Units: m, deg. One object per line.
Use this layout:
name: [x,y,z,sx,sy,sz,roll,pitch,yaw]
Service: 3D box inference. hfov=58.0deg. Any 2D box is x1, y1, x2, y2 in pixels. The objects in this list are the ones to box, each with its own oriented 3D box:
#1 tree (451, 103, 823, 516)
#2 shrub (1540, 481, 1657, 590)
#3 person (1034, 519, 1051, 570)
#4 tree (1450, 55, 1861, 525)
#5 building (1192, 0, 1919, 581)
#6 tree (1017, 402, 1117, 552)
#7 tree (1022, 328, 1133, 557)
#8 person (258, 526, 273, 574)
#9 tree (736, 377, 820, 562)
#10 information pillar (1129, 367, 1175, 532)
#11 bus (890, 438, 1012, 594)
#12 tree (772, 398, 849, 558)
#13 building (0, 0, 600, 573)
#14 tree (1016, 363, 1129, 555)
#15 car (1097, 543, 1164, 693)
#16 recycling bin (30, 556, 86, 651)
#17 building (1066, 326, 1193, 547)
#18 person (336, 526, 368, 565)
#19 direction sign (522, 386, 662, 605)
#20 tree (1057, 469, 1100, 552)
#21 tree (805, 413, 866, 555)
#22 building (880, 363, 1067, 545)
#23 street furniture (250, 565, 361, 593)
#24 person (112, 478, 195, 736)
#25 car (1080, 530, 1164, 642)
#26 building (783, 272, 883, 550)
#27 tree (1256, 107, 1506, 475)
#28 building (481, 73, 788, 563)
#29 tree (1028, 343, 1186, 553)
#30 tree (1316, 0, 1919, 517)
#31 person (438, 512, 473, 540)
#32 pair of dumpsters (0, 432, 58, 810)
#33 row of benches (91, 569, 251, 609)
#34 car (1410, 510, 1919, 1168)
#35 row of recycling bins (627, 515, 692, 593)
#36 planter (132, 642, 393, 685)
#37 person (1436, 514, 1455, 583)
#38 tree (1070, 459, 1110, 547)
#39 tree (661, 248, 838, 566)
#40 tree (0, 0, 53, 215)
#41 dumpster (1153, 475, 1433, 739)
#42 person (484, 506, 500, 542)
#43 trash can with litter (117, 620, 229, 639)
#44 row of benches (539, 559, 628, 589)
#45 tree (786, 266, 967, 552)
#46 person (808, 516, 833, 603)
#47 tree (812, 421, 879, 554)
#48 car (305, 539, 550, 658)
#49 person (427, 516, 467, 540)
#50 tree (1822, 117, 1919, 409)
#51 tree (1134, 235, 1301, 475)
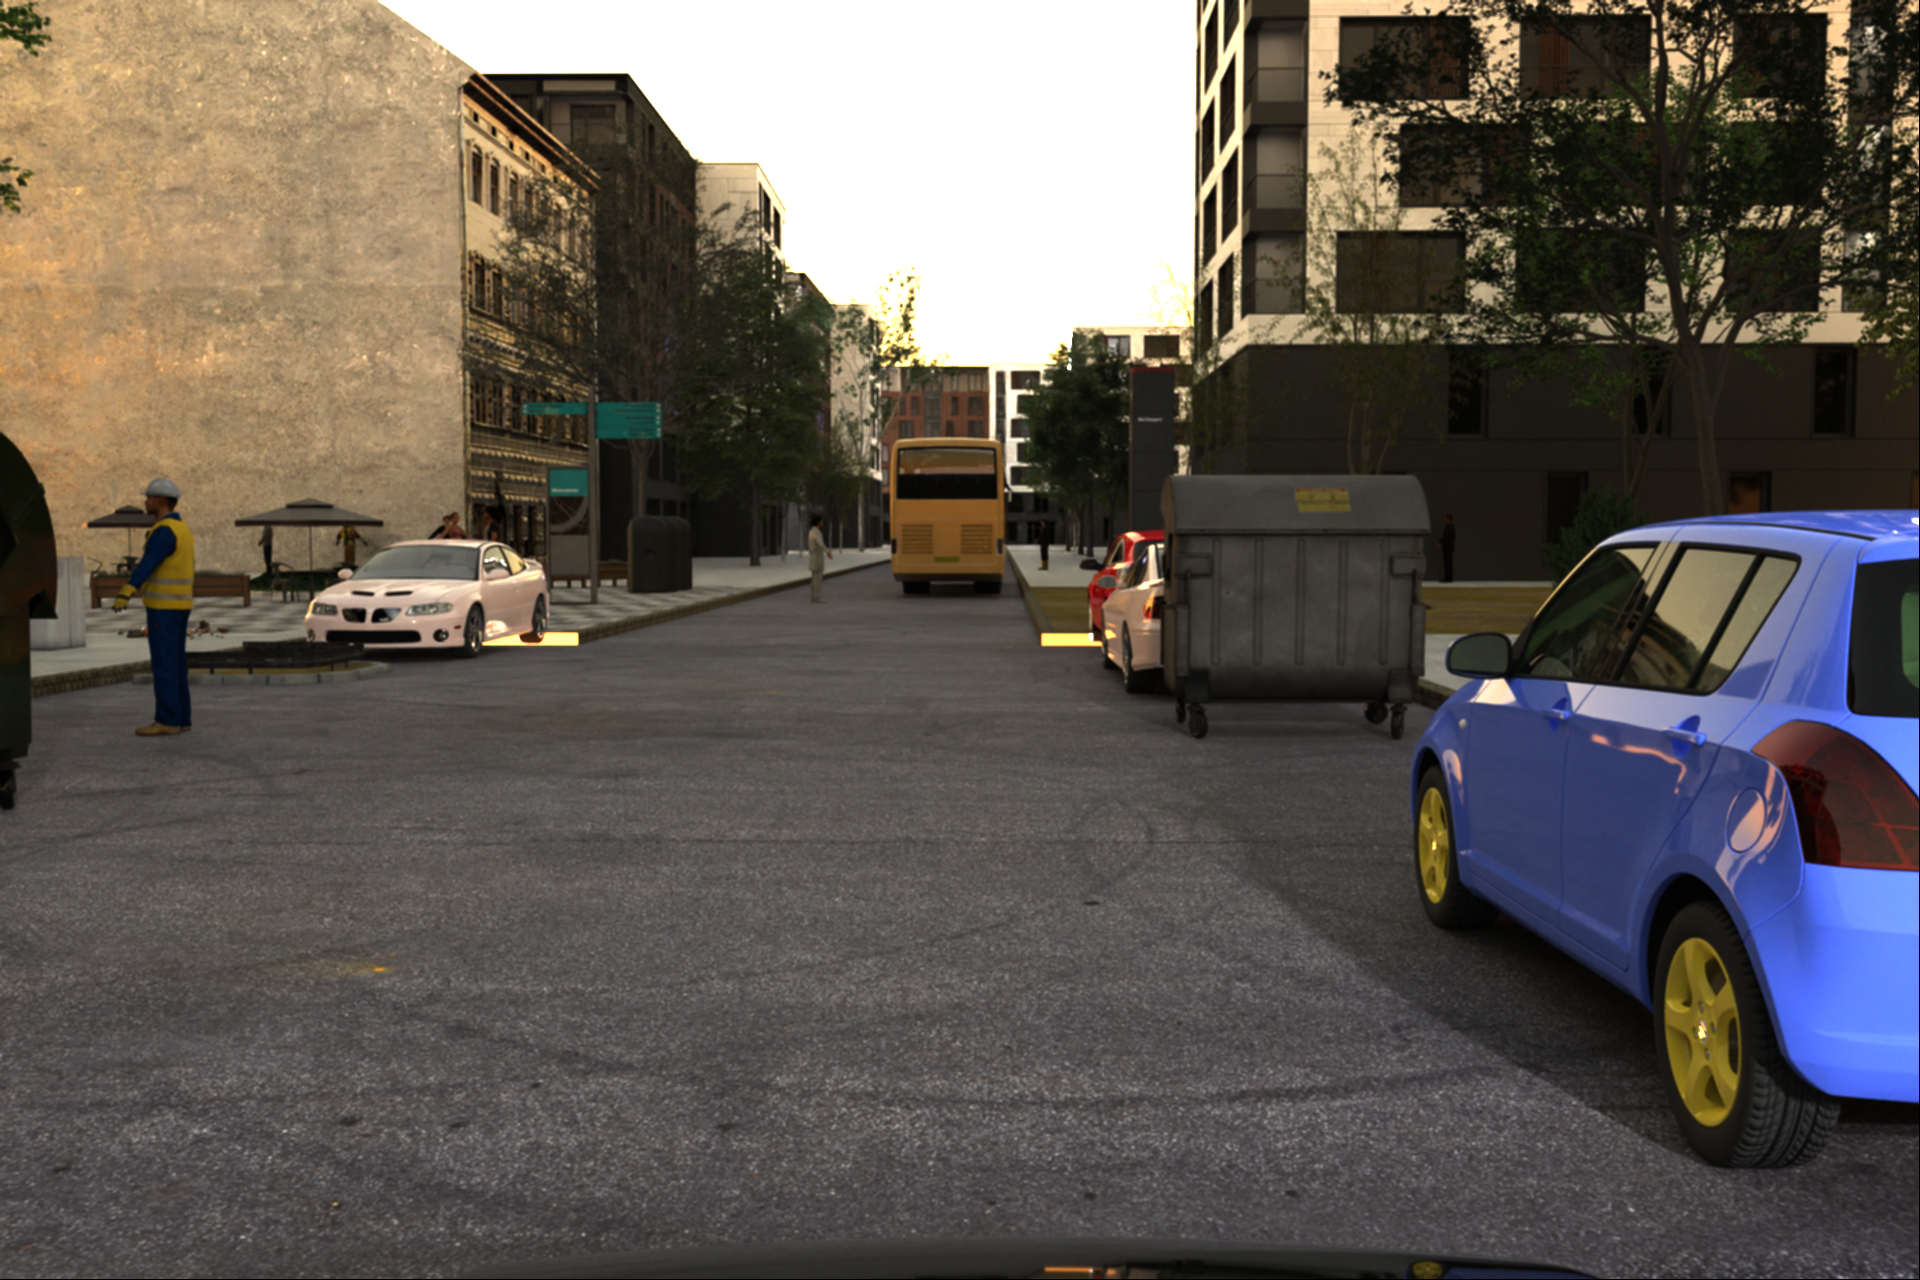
tree: [-9.129,-8.511,49.520,12.009,13.543,11.850,0,3,0]
shrub: [9.534,-1.320,25.630,1.661,2.075,1.752,0,3,0]
person: [2.992,-3.417,62.002,0.704,1.812,1.346,2,4,24]
tree: [14.764,-6.833,37.482,9.928,11.665,9.643,0,3,0]
building: [22.134,-13.364,62.484,27.936,21.610,32.646,0,4,2]
tree: [8.060,-12.329,127.331,9.928,11.665,9.643,0,3,0]
tree: [6.846,-10.877,95.966,7.486,12.596,7.792,0,3,0]
person: [-21.783,-2.953,54.406,0.705,1.813,1.348,-1,4,-10]
tree: [-8.290,-7.939,80.164,4.737,8.622,4.395,0,3,0]
information pillar: [2.990,-2.309,27.124,0.750,3.857,0.750,0,4,0]
bus: [-0.105,-3.235,44.435,2.896,3.916,12.252,0,4,2]
tree: [-8.723,-8.679,92.257,4.360,8.622,3.978,0,3,0]
building: [-25.212,-14.369,65.864,19.493,23.208,18.063,0,4,2]
tree: [7.372,-11.046,106.356,9.928,11.665,9.643,0,3,0]
car: [2.425,-0.283,16.984,2.083,1.381,4.827,0,4,1]
recycling bin: [-10.329,-0.419,19.398,0.722,1.027,0.722,0,4,2]
building: [25.306,-20.949,186.493,27.936,21.610,32.646,0,4,2]
person: [-19.834,-3.092,56.325,1.354,1.858,0.705,2,4,27]
direction sign: [-6.627,-2.638,31.900,2.525,3.948,1.411,0,4,2]
tree: [7.847,-10.418,120.698,4.360,8.622,3.978,0,3,0]
tree: [-7.965,-9.442,104.746,4.360,8.622,3.978,0,3,0]
building: [0.967,-22.823,219.593,32.646,21.610,27.936,0,4,-2]
street furniture: [-13.958,-1.639,42.420,5.734,0.657,10.072,0,4,-4]
person: [-5.734,-0.246,12.450,0.705,1.833,1.349,0,4,-7]
car: [2.618,-0.782,21.828,2.155,1.783,4.494,0,3,0]
building: [-22.051,-18.842,152.049,27.936,21.610,32.646,0,4,2]
tree: [6.821,-4.888,30.288,4.360,8.622,3.978,0,3,0]
building: [-25.038,-15.264,93.538,27.936,21.610,32.646,0,4,1]
tree: [7.332,-9.239,85.465,8.767,10.594,7.601,1,4,12]
tree: [8.660,-5.224,19.828,8.767,10.594,7.601,0,4,-5]
person: [-10.385,-1.777,35.853,0.721,1.733,1.217,2,4,32]
pair of dumpsters: [-6.967,-0.214,8.453,4.436,2.255,1.574,0,4,1]
row of benches: [-14.587,-0.898,30.144,4.104,0.672,1.422,-1,4,-18]
car: [2.535,0.268,5.204,1.945,1.707,3.694,0,4,1]
row of recycling bins: [-6.732,-1.963,39.213,1.069,1.692,3.534,0,4,3]
planter: [-6.880,0.225,17.465,1.991,0.319,1.994,0,4,2]
person: [12.908,-2.426,45.895,0.704,1.802,1.346,2,4,31]
tree: [7.546,-9.945,112.966,4.360,8.622,3.978,0,3,0]
tree: [-8.463,-9.228,69.000,7.486,12.596,7.792,0,3,0]
tree: [-13.022,-5.556,16.596,9.928,11.665,9.643,0,3,0]
dumpster: [2.376,-0.267,12.578,1.865,1.857,1.264,0,4,1]
person: [-8.927,-1.635,32.883,0.704,1.843,1.345,-1,4,-20]
trash can with litter: [-9.921,-0.681,22.189,1.678,1.210,2.233,0,4,1]
row of benches: [-8.667,-1.632,42.148,1.422,0.672,4.104,3,4,38]
tree: [-5.546,-16.239,121.394,12.611,20.169,13.585,0,3,0]
person: [-2.971,-1.691,36.294,0.705,1.806,1.347,-1,4,-22]
tree: [-7.357,-9.779,110.250,4.737,8.622,4.395,0,3,0]
car: [-6.467,-0.558,21.493,2.083,1.381,4.827,0,4,2]
person: [-14.720,-2.664,49.742,1.347,1.806,0.705,-1,4,-23]
tree: [16.740,-4.829,29.315,4.737,8.622,4.395,0,3,0]
tree: [5.811,-5.701,43.577,4.360,8.622,3.978,0,3,0]
